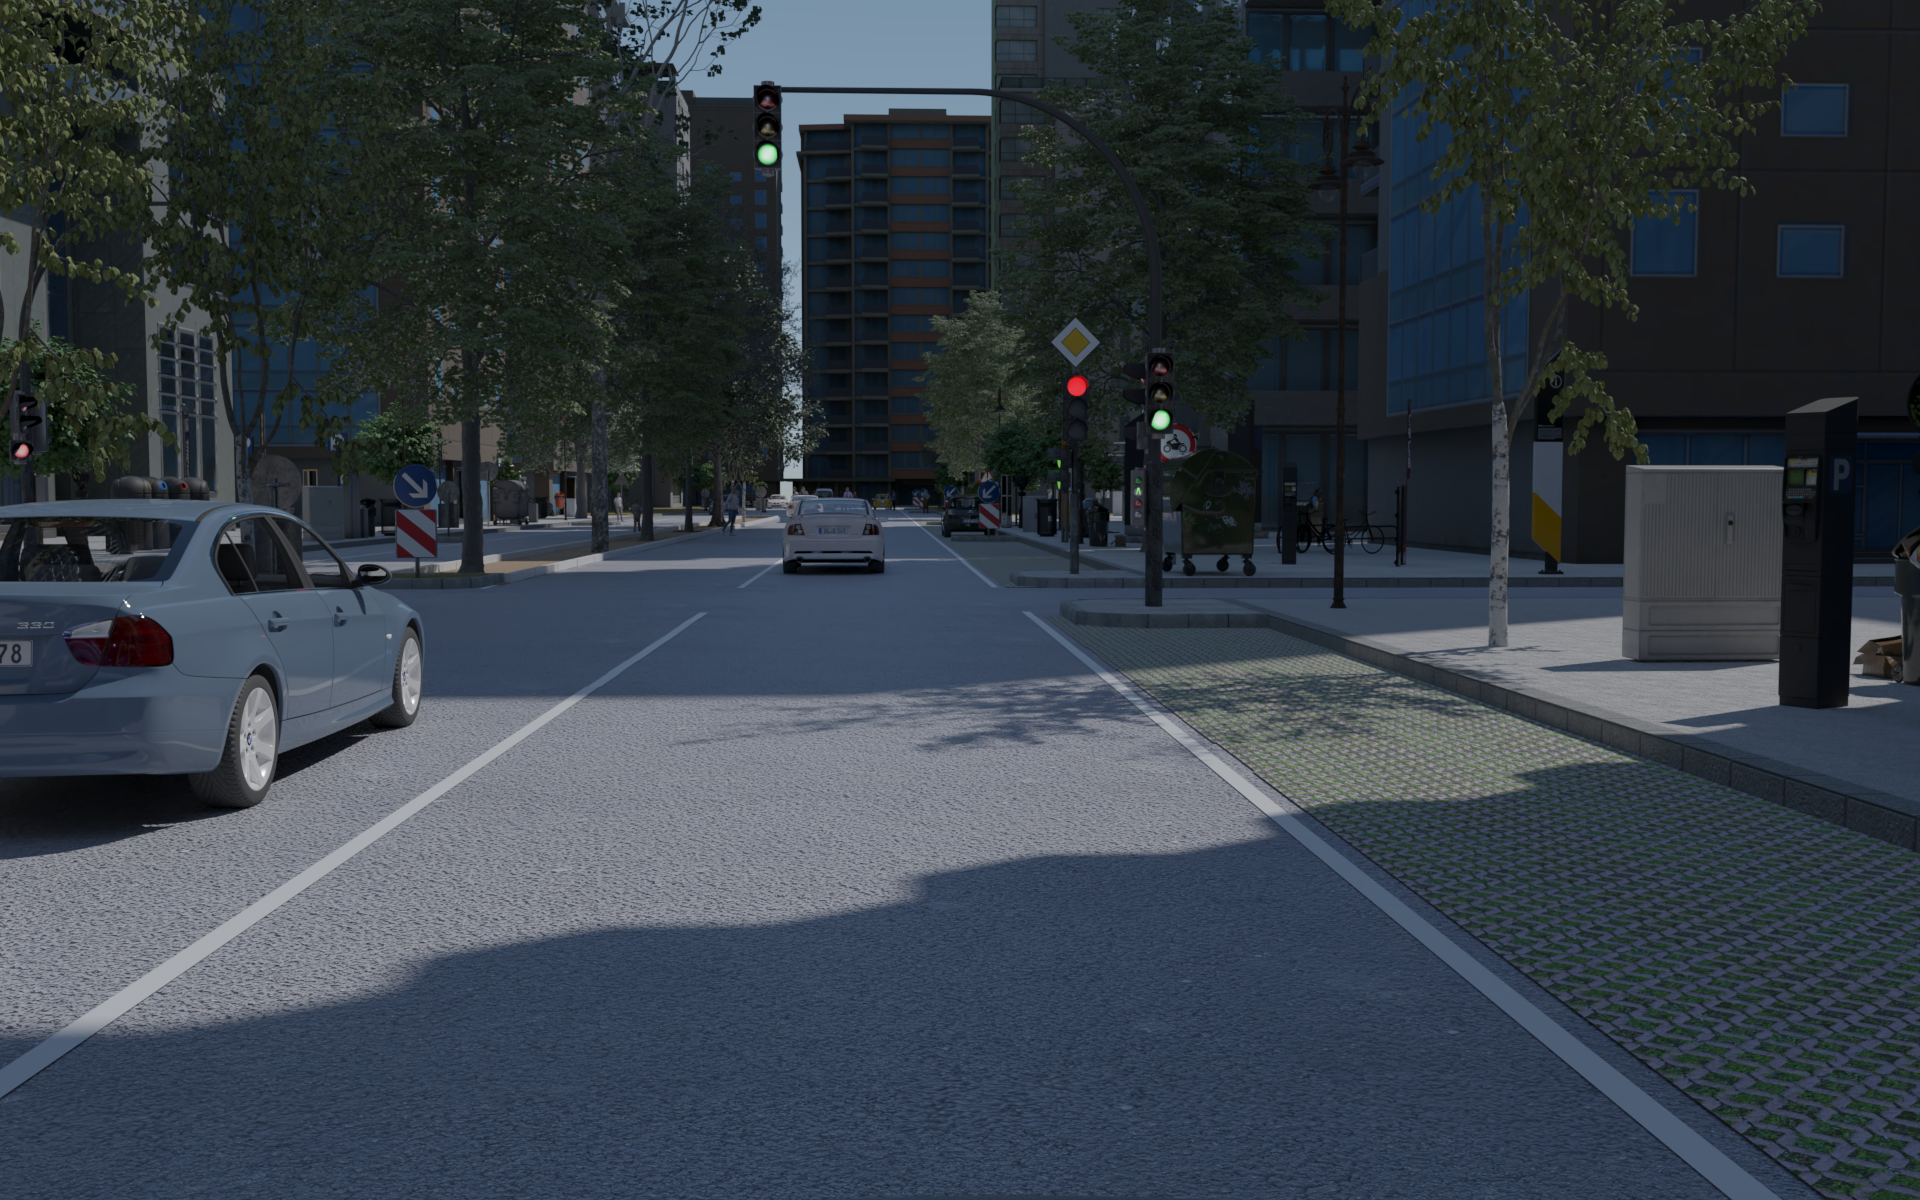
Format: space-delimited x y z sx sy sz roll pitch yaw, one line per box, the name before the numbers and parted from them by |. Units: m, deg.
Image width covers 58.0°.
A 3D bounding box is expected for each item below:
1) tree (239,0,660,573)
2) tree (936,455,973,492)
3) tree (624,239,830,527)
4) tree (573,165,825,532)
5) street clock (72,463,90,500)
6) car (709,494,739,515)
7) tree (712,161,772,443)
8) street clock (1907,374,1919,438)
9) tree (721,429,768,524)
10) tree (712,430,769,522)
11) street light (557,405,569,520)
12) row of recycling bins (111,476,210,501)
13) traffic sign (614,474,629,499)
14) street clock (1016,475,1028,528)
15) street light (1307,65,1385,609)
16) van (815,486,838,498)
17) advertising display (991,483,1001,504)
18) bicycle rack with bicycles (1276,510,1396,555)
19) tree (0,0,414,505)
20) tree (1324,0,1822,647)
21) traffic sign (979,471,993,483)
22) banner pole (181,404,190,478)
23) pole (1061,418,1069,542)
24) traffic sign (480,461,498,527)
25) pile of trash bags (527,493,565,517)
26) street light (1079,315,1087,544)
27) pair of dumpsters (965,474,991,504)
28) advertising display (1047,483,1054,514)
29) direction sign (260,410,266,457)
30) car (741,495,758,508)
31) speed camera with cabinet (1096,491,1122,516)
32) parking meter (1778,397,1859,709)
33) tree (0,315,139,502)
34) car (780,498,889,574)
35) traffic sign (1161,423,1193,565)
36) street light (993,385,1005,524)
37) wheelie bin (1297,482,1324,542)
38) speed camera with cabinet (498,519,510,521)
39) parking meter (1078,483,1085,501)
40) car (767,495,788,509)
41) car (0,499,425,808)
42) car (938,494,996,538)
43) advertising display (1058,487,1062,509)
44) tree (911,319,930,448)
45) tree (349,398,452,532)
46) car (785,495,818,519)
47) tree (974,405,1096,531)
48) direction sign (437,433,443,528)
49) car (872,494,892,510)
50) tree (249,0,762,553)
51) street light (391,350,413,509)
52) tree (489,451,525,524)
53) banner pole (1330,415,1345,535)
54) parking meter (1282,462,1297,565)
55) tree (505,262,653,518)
tree | -8.696 -6.722 30.487 7.486 12.596 7.792 0 3 0
tree | 2.177 -5.231 69.236 4.285 4.588 4.351 0 3 0
tree | -10.541 -9.520 75.110 9.611 12.733 9.660 0 3 0
tree | -10.094 -9.259 64.204 12.009 13.543 11.850 0 3 0
street clock | -20.736 -2.222 40.897 0.471 2.002 0.358 3 5 42
car | -16.349 -6.616 120.173 2.014 1.417 4.499 0 4 -1
tree | -9.643 -8.083 52.746 7.486 12.596 7.792 0 3 0
street clock | 5.325 -0.287 9.269 0.471 2.002 0.358 3 4 37
tree | -10.844 -7.958 82.928 4.737 8.622 4.395 0 3 0
tree | -10.959 -8.241 87.568 4.360 8.622 3.978 0 3 0
street light | -19.261 -6.830 84.450 0.468 5.910 1.993 0 4 -3
row of recycling bins | -18.790 -2.054 40.700 1.069 1.692 3.534 0 4 3
traffic sign | -19.821 -6.203 101.425 0.884 2.594 0.081 0 4 -1
street clock | 2.312 -3.675 64.662 0.358 2.002 0.471 3 5 43
street light | 4.256 -2.845 19.299 0.468 5.910 1.993 0 4 -3
van | -10.513 -7.796 134.483 2.013 2.044 4.112 0 4 -4
advertising display | 1.840 -4.505 78.866 0.974 1.923 0.123 2 4 34
bicycle rack with bicycles | 7.945 -1.467 37.365 2.925 0.926 2.852 -2 4 -33
tree | -7.538 -3.987 18.013 4.737 8.622 4.395 0 3 0
tree | 4.708 -3.903 14.169 4.737 8.622 4.395 0 3 0
traffic sign | 1.352 -5.201 85.040 0.884 2.594 0.081 0 4 6
banner pole | -21.326 -3.532 47.766 0.401 3.779 0.863 -3 4 -36
pole | 2.790 -3.183 45.887 0.158 3.312 0.155 0 3 0
traffic sign | -18.405 -4.123 67.525 0.768 2.556 0.104 0 4 1
pile of trash bags | -24.075 -5.497 99.620 1.912 1.369 3.447 2 4 31
street light | 3.123 -4.384 44.461 0.468 5.910 1.993 0 4 -3
pair of dumpsters | 1.164 -5.228 87.967 1.574 2.255 4.437 0 4 -3
advertising display | 5.260 -5.837 100.643 0.123 1.923 0.974 -1 4 -15
direction sign | -18.866 -3.361 46.948 0.379 3.537 0.876 -1 4 -15
car | -21.189 -9.967 175.534 1.945 1.354 3.894 0 4 -3
speed camera with cabinet | 9.060 -6.590 102.078 2.038 3.252 0.660 2 4 25
parking meter | 5.167 -0.289 10.438 0.399 1.863 0.255 -2 4 -31
tree | -16.981 -2.935 31.703 4.285 4.588 4.351 0 3 0
car | -2.374 -1.241 32.657 2.083 1.381 4.827 0 4 -4
traffic sign | 3.881 -1.911 31.344 0.768 2.556 0.104 0 4 3
street light | 1.680 -6.178 73.801 0.468 5.910 1.993 0 4 -3
wheelie bin | 9.252 -2.339 46.146 0.693 1.594 0.980 -3 4 -38
speed camera with cabinet | -22.183 -5.492 84.129 0.660 3.252 2.038 -1 4 -16
parking meter | 5.363 -4.379 77.301 0.399 1.863 0.255 3 5 43
car | -17.802 -9.588 169.125 2.083 1.381 4.827 0 4 -3
car | -4.155 0.175 9.143 2.014 1.417 4.499 0 4 -3
car | 0.264 -2.959 58.163 2.009 1.686 4.222 0 4 -2
advertising display | 4.598 -4.547 79.564 0.123 1.923 0.974 0 4 -1
tree | 1.139 -10.897 96.292 7.486 12.596 7.792 0 3 0
tree | -19.175 -4.629 59.396 4.285 4.588 4.351 0 3 0
car | -7.907 -4.652 88.418 2.083 1.381 4.827 0 4 -4
tree | 3.609 -4.736 61.144 4.285 4.588 4.351 0 3 0
direction sign | -19.410 -4.444 64.650 0.379 3.537 0.876 -2 4 -27
car | -7.094 -9.127 159.458 2.015 1.641 3.980 0 4 -2
tree | -10.013 -11.254 42.357 12.611 20.169 13.585 0 3 0
street light | -17.857 -5.066 55.612 0.468 5.910 1.993 0 4 -3
tree | -19.224 -4.836 73.675 1.663 3.219 1.824 0 3 0
banner pole | 11.800 -3.898 53.753 0.401 3.779 0.863 0 4 -6
parking meter | 6.007 -1.582 31.577 0.255 1.863 0.399 1 4 9
tree | -19.915 -11.285 91.165 9.857 13.997 8.962 0 3 0
